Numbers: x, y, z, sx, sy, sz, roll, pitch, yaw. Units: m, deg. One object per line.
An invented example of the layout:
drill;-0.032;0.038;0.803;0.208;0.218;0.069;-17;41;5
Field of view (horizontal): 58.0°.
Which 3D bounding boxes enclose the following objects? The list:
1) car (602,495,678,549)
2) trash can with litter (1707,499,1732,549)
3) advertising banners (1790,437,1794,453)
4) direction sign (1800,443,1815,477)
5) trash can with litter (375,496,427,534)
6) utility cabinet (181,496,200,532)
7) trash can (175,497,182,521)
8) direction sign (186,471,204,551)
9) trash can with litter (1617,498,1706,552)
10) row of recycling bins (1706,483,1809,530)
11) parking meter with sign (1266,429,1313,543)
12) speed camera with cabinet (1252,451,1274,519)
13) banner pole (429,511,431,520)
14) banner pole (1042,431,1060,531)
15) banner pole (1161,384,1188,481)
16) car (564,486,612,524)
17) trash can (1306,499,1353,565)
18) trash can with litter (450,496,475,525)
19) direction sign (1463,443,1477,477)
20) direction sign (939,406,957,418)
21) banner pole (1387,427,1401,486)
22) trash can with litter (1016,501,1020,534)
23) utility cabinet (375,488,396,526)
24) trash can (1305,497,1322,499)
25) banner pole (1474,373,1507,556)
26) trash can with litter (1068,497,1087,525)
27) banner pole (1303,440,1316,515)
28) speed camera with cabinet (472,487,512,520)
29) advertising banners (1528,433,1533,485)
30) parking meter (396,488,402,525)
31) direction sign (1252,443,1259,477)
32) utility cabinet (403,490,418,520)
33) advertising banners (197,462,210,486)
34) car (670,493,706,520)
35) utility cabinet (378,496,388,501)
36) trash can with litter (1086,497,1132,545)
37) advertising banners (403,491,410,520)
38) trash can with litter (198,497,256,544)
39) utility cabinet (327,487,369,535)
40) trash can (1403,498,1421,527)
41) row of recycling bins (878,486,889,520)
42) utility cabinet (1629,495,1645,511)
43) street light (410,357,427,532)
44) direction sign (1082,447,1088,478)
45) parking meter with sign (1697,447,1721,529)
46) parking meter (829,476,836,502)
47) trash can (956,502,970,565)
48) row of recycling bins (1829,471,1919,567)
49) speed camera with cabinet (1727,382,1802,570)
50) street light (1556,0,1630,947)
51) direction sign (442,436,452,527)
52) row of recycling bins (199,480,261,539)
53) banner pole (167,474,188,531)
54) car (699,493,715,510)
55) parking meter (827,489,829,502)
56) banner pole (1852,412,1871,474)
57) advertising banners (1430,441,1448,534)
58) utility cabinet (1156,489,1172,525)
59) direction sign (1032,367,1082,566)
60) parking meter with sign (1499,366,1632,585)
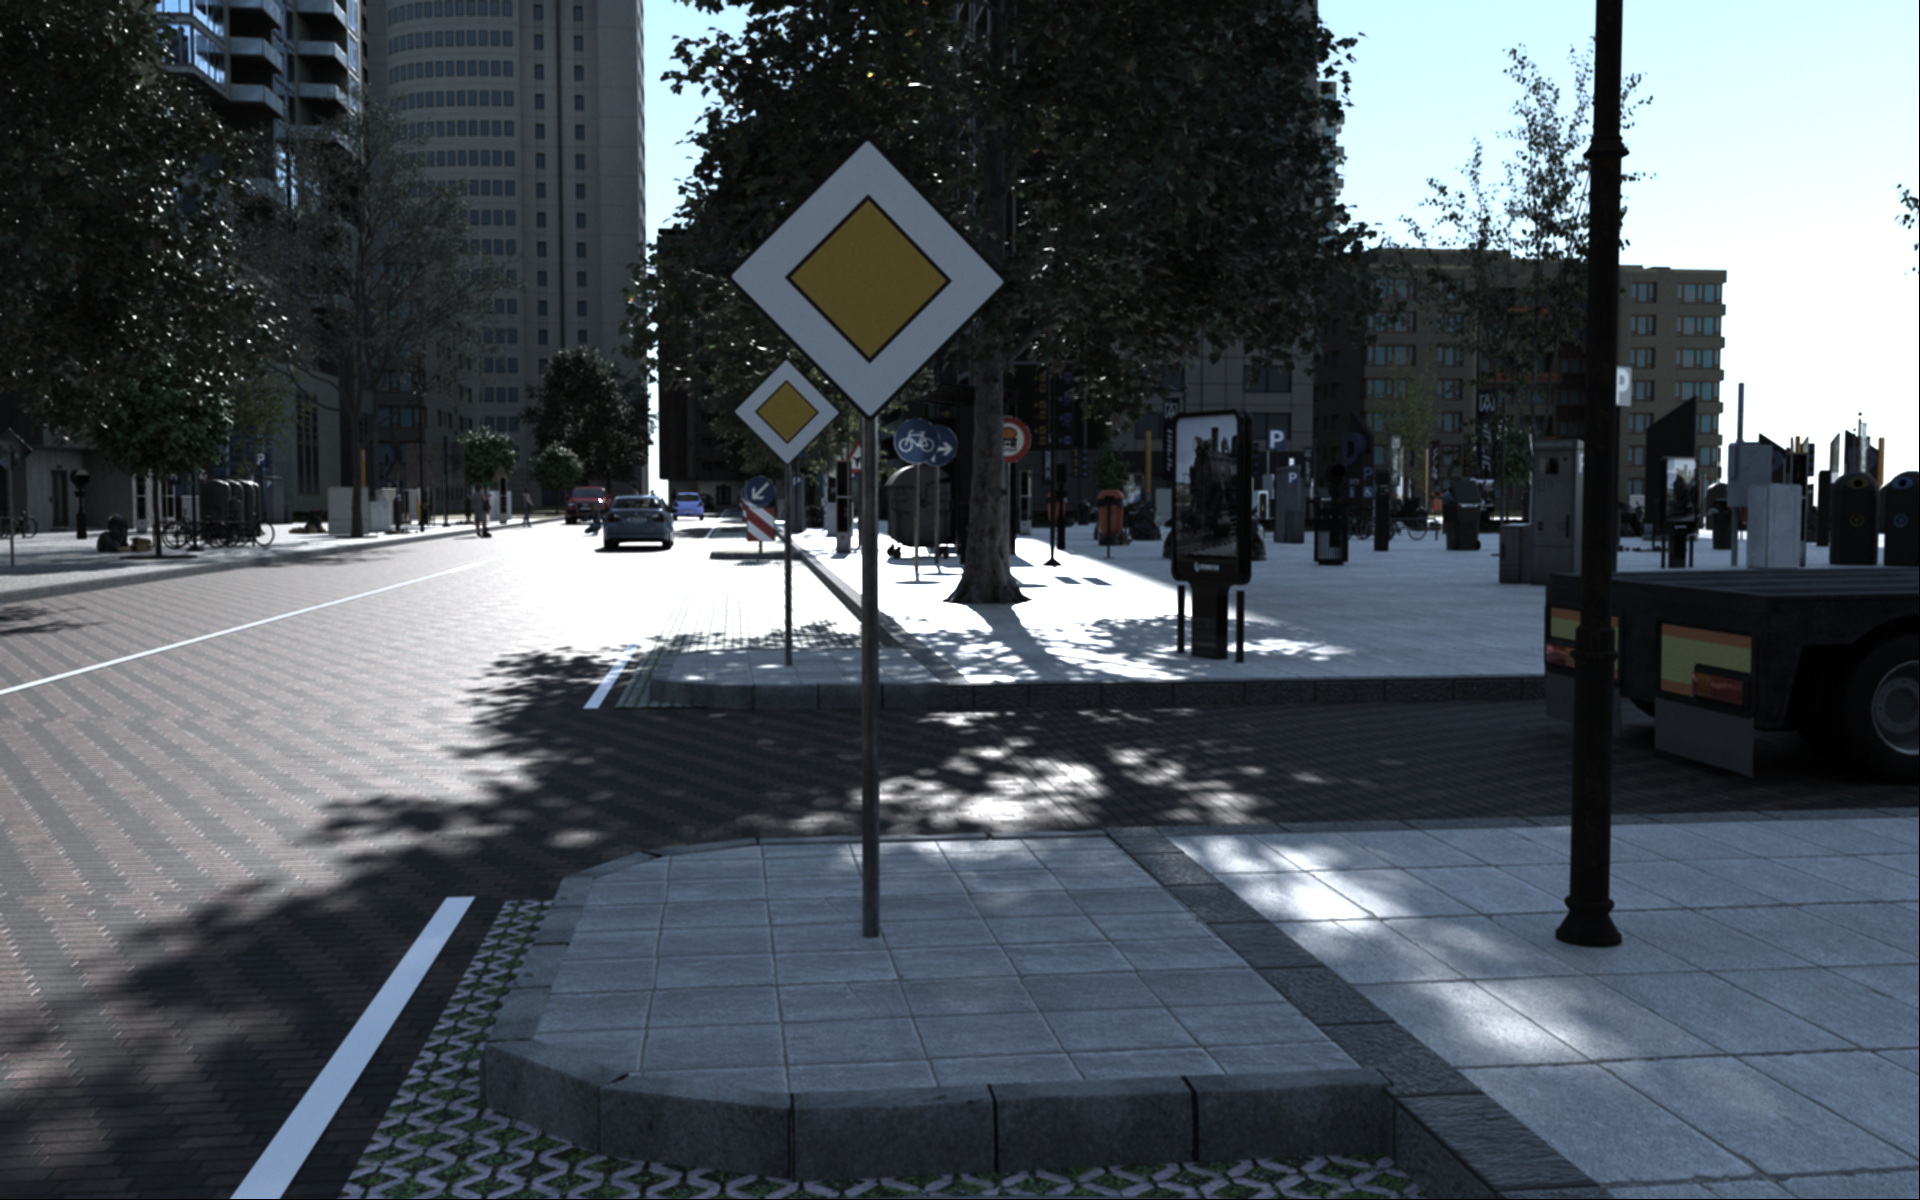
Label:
car;-8.545;-2.091;46.188;2.014;1.417;4.499;-1;4;-8
trash can with litter;17.793;-1.776;40.425;0.624;1.170;1.055;2;4;27
advertising banners;25.579;-3.510;53.576;0.090;3.025;2.074;1;4;18
direction sign;37.824;-5.228;77.479;0.379;3.537;0.876;-1;4;-22
trash can with litter;-18.105;-2.764;56.251;1.678;1.210;2.233;-1;4;-11
utility cabinet;-24.779;-2.766;56.385;1.020;1.237;0.306;-2;4;-26
trash can;-35.364;-4.109;78.831;0.748;1.137;0.748;0;3;0
direction sign;-17.306;-2.880;39.082;0.379;3.537;0.876;-2;4;-31
trash can with litter;15.383;-1.701;38.870;2.233;1.210;1.678;-1;4;-11
row of recycling bins;28.485;-3.354;61.953;3.534;1.692;1.069;0;4;-1
parking meter with sign;8.638;-3.026;45.734;0.543;3.016;1.738;-1;4;-11
speed camera with cabinet;13.899;-5.193;79.243;0.660;3.252;2.038;3;4;39
banner pole;-25.800;-5.804;84.918;0.863;3.779;0.401;-3;5;-42
banner pole;3.210;-4.279;59.986;0.863;3.779;0.401;1;4;17
banner pole;4.941;-3.029;39.544;0.863;3.779;0.401;3;5;44
car;-18.082;-4.638;84.497;2.281;1.827;5.304;0;4;-8
trash can;6.729;-1.207;31.380;0.748;1.137;0.748;0;3;0
trash can with litter;-20.872;-3.829;73.662;1.678;1.210;2.233;-2;4;-24
direction sign;22.608;-5.180;76.694;0.379;3.537;0.876;-2;4;-31
direction sign;-0.165;-3.218;44.612;0.876;3.537;0.379;2;4;35
banner pole;16.172;-4.573;64.791;0.863;3.779;0.401;-2;4;-30
trash can with litter;1.758;-2.704;55.592;1.055;1.170;0.624;2;4;32
utility cabinet;-22.873;-3.687;68.969;0.318;1.500;1.173;0;4;8
trash can;15.562;-3.956;76.340;0.748;1.137;0.748;0;3;0
banner pole;11.127;-2.822;36.160;0.401;3.779;0.863;-3;5;-42
trash can with litter;4.842;-3.663;71.284;1.055;1.170;0.624;1;4;10
banner pole;16.373;-5.563;80.969;0.401;3.779;0.863;-3;5;-40
speed camera with cabinet;-23.131;-5.577;85.520;0.660;3.252;2.038;2;4;35
advertising banners;17.102;-3.339;50.772;0.090;3.025;2.074;3;5;43
parking meter;-23.203;-3.851;71.376;0.372;1.533;0.369;0;3;0
direction sign;13.027;-5.226;77.445;0.379;3.537;0.876;-2;4;-32
utility cabinet;-26.895;-4.668;84.999;0.318;1.500;1.173;1;4;22
advertising banners;-24.827;-3.818;58.609;2.074;3.025;0.090;-1;4;-9
car;-14.961;-5.245;95.342;1.945;1.707;3.694;-1;4;-9
utility cabinet;-20.698;-3.121;62.188;0.306;1.237;1.020;-1;4;-17
trash can with litter;3.801;-1.955;43.349;0.624;1.170;1.055;3;5;43
advertising banners;-25.367;-5.085;79.329;0.090;3.025;2.074;0;4;-3
trash can with litter;-19.394;-2.114;45.624;1.678;1.210;2.233;1;4;11
utility cabinet;-19.050;-2.768;53.932;1.173;1.500;0.318;-2;4;-29
trash can;17.807;-3.462;68.253;0.748;1.137;0.748;0;3;0
row of recycling bins;-3.174;-4.909;87.372;1.069;1.692;3.534;2;4;25
utility cabinet;36.305;-4.977;92.528;1.020;1.237;0.306;2;4;26
street light;-18.261;-5.251;58.647;0.468;5.910;1.993;0;4;-7
direction sign;5.733;-5.570;83.058;0.876;3.537;0.379;-2;4;-28
parking meter with sign;27.410;-4.181;64.617;1.738;3.016;0.543;2;4;24
parking meter;-4.010;-3.061;55.763;0.399;1.863;0.255;1;4;18
trash can;0.306;-1.133;30.172;0.748;1.137;0.748;0;3;0
row of recycling bins;17.159;-1.432;30.533;1.069;1.692;3.534;-3;4;-37
speed camera with cabinet;13.969;-2.187;30.086;0.660;3.252;2.038;0;4;5
street light;1.811;-1.959;4.810;0.468;5.910;1.993;0;4;-7
direction sign;-20.107;-4.633;67.746;0.379;3.537;0.876;-1;4;-23
row of recycling bins;-21.310;-2.667;50.725;1.069;1.692;3.534;0;4;-5
banner pole;-27.415;-4.328;60.784;0.863;3.779;0.401;-2;4;-23
car;-22.553;-8.728;152.494;2.009;1.686;4.222;0;4;-7
parking meter;-6.371;-4.619;83.938;0.372;1.533;0.369;0;3;0
banner pole;27.566;-3.851;52.987;0.863;3.779;0.401;-3;5;-43
advertising banners;15.845;-3.666;56.127;0.090;3.025;2.074;-1;4;-20
utility cabinet;8.494;-3.746;69.929;1.173;1.500;0.318;1;4;10
direction sign;1.646;-2.373;30.797;0.876;3.537;0.379;3;4;38
parking meter with sign;8.439;-1.716;24.321;0.543;3.016;1.738;-3;5;-41
